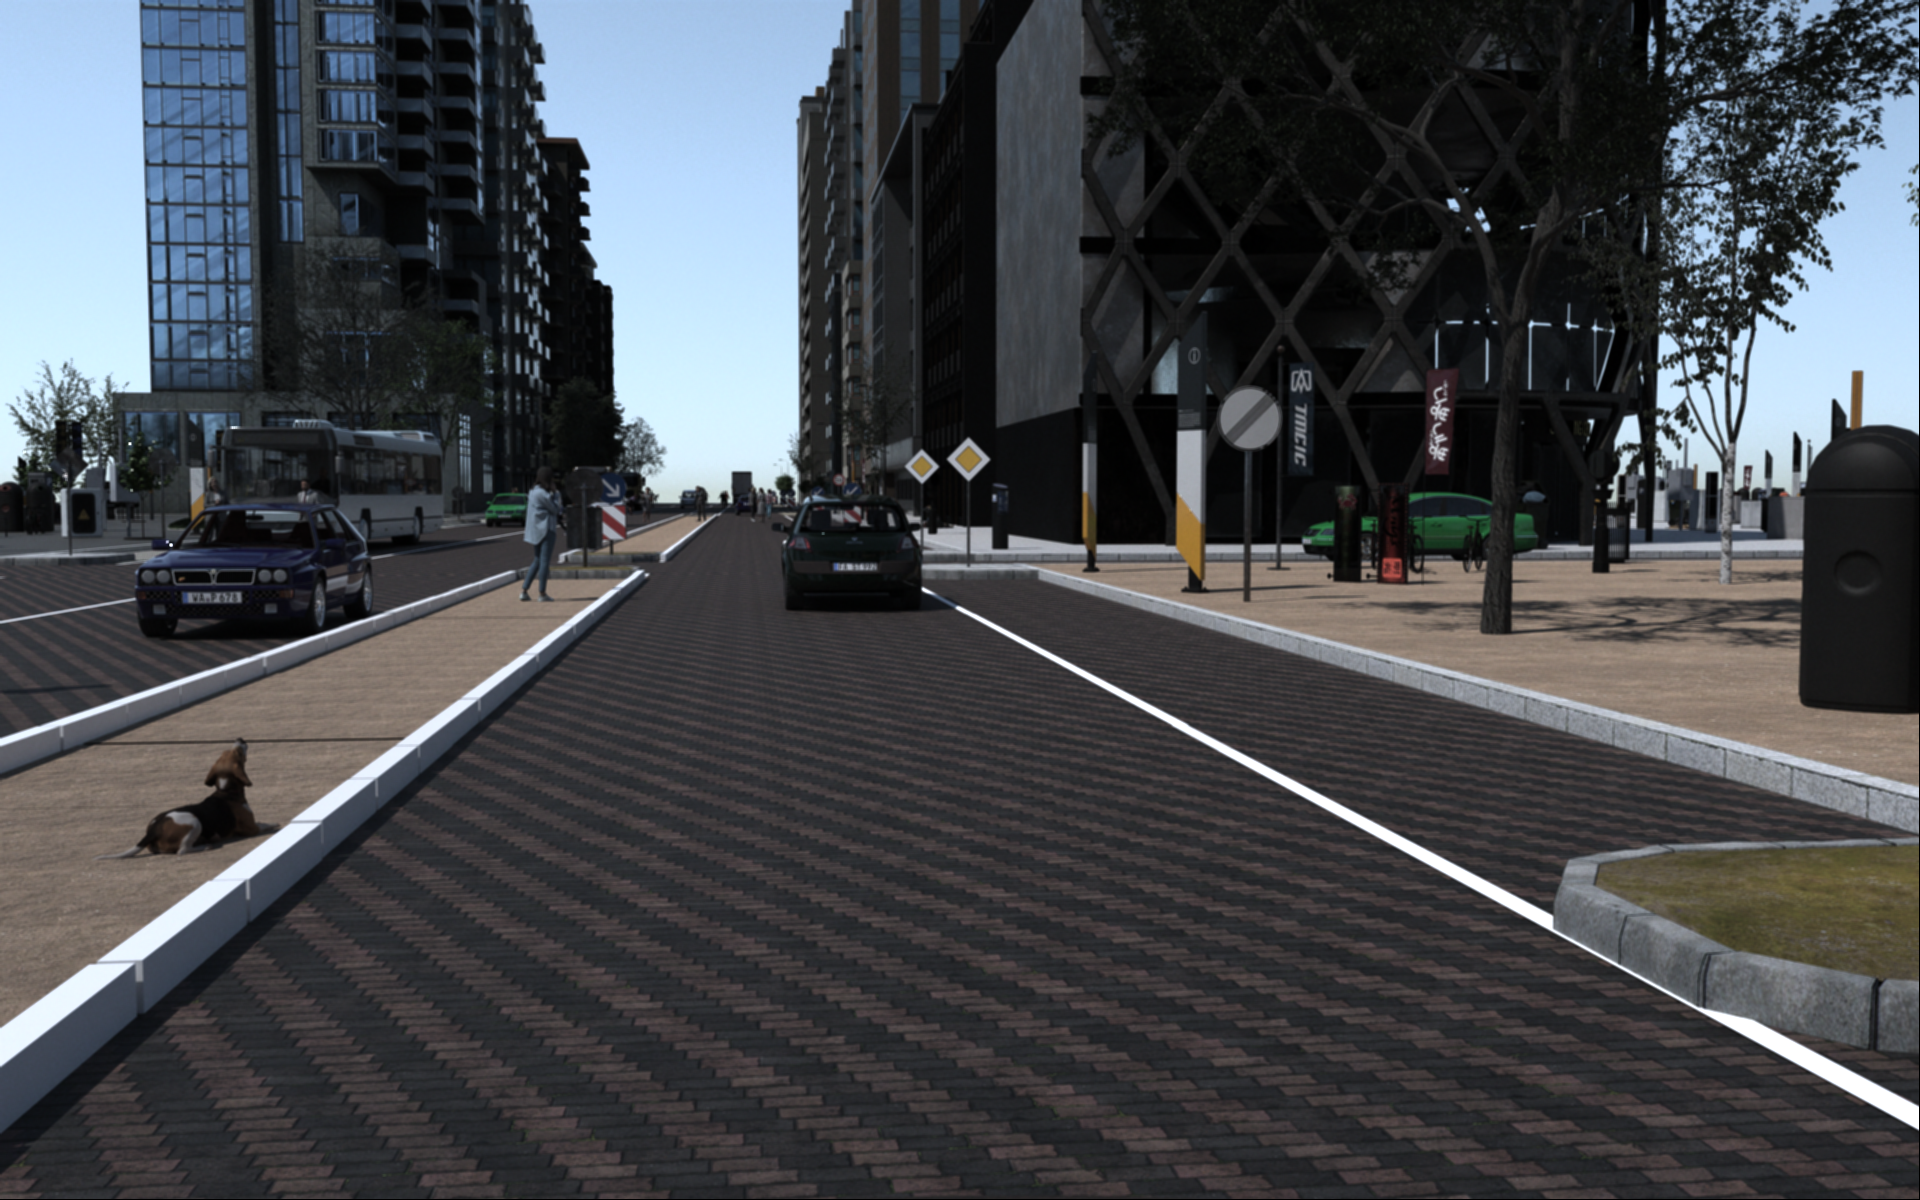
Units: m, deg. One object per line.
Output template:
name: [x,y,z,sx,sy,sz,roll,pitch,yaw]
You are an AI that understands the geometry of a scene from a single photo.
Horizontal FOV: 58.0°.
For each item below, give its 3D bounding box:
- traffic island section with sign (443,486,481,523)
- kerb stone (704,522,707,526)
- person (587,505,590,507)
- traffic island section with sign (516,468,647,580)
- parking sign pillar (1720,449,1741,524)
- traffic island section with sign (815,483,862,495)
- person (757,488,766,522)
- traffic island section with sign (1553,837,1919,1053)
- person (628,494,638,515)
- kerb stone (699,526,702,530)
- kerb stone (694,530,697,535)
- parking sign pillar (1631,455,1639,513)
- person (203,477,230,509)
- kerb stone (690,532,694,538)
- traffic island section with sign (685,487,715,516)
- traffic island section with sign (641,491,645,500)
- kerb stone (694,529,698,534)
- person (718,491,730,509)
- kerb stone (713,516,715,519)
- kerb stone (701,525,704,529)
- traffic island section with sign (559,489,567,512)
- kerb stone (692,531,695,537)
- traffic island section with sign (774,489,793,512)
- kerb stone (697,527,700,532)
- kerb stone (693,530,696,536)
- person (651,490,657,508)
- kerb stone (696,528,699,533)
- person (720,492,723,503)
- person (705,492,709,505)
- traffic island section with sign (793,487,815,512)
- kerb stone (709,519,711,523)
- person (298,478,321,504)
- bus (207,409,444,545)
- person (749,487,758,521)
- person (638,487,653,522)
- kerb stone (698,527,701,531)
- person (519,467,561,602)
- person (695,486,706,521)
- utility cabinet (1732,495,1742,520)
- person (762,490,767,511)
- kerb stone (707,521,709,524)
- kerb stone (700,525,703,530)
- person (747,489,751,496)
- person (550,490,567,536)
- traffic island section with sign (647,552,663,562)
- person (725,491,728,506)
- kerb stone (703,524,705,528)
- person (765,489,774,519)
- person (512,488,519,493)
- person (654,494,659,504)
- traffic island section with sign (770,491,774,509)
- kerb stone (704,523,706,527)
traffic island section with sign: [-24.766,-4.704,85.535,1.989,1.847,2.006,0,4,-7]
kerb stone: [-10.700,-3.041,71.919,0.120,0.150,1.000,0,4,-7]
person: [-15.707,-3.926,72.706,0.654,1.822,0.581,0,4,-7]
traffic island section with sign: [-6.524,-1.326,29.821,2.006,1.907,1.989,0,4,-7]
parking sign pillar: [33.017,-5.257,74.425,1.447,3.967,1.447,2,4,27]
traffic island section with sign: [-3.919,-3.171,60.466,1.989,1.847,2.006,0,4,-7]
person: [-10.095,-4.821,87.889,0.480,1.755,0.524,-2,4,-32]
traffic island section with sign: [2.983,0.202,5.325,1.989,1.847,2.006,0,4,-7]
person: [-22.614,-6.599,119.632,0.697,1.427,0.421,-1,4,-15]
kerb stone: [-9.683,-2.543,63.781,0.120,0.150,1.000,0,4,-7]
kerb stone: [-8.919,-2.170,57.672,0.120,0.150,1.000,0,4,-7]
parking sign pillar: [46.082,-7.952,118.489,1.447,3.967,1.447,1,4,13]
person: [-15.943,-1.743,37.180,0.537,1.800,0.526,-2,4,-24]
kerb stone: [-8.547,-1.980,54.625,0.120,0.150,1.000,0,4,-7]
traffic island section with sign: [-16.755,-6.336,111.733,2.006,1.907,1.989,0,4,-7]
traffic island section with sign: [-44.500,-14.372,243.604,1.989,1.847,2.006,0,4,-7]
kerb stone: [-9.049,-2.229,58.695,0.120,0.150,1.000,0,4,-7]
person: [-22.499,-9.528,165.102,1.217,1.723,0.721,1,4,10]
kerb stone: [-13.250,-4.285,92.265,0.120,0.150,1.000,0,4,-7]
kerb stone: [-10.065,-2.730,66.827,0.120,0.150,1.000,0,4,-7]
traffic island section with sign: [-30.927,-7.726,134.948,1.989,1.847,2.006,0,4,-7]
kerb stone: [-8.665,-2.046,55.641,0.120,0.150,1.000,0,4,-7]
traffic island section with sign: [-13.450,-7.837,136.766,1.989,1.847,2.006,0,4,-7]
kerb stone: [-9.440,-2.419,61.746,0.120,0.150,1.000,0,4,-7]
kerb stone: [-8.792,-2.108,56.655,0.120,0.150,1.000,0,4,-7]
person: [-32.385,-10.600,181.890,1.350,1.814,0.705,-1,4,-14]
kerb stone: [-9.173,-2.294,59.709,0.120,0.150,1.000,0,4,-7]
person: [-36.882,-15.910,268.656,1.348,1.821,0.705,3,5,41]
person: [-34.789,-13.945,237.188,1.217,1.739,0.721,2,4,33]
traffic island section with sign: [-7.328,-4.840,87.769,1.989,1.847,2.006,0,4,-7]
kerb stone: [-11.849,-3.602,81.094,0.120,0.150,1.000,0,4,-7]
person: [-14.268,-1.785,37.953,0.678,1.792,0.850,1,4,13]
bus: [-16.178,-3.087,45.332,2.948,3.499,13.247,0,4,-5]
person: [-10.746,-5.016,90.690,0.709,1.800,0.728,-2,4,-29]
person: [-15.984,-4.842,88.029,0.716,1.782,0.532,0,4,-6]
kerb stone: [-9.559,-2.481,62.765,0.120,0.150,1.000,0,4,-7]
person: [-5.579,-0.869,22.969,0.793,1.790,0.793,1,4,20]
person: [-13.521,-5.010,90.217,0.655,1.846,0.447,1,4,20]
utility cabinet: [36.505,-4.336,82.049,0.306,1.237,1.020,-2,4,-23]
person: [-16.236,-8.255,143.914,0.683,1.767,0.568,-2,4,-31]
kerb stone: [-11.208,-3.288,75.986,0.120,0.150,1.000,0,4,-7]
kerb stone: [-9.941,-2.666,65.813,0.120,0.150,1.000,0,4,-7]
person: [-16.534,-7.814,136.123,0.709,1.838,0.599,-3,4,-36]
person: [-13.868,-3.129,59.501,0.661,1.843,0.795,3,5,44]
traffic island section with sign: [-7.433,-1.776,37.173,2.006,1.907,1.989,0,4,-7]
person: [-28.130,-12.226,208.332,0.705,1.831,1.348,-3,4,-36]
kerb stone: [-10.326,-2.852,68.866,0.120,0.150,1.000,0,4,-7]
person: [-11.210,-5.641,101.574,0.563,1.720,0.643,2,4,24]
person: [-26.945,-5.906,105.038,0.573,1.828,0.580,0,4,8]
person: [-42.637,-14.174,243.437,0.799,1.438,0.628,-1,4,-9]
traffic island section with sign: [-16.889,-9.523,164.332,1.989,1.847,2.006,0,4,-7]
kerb stone: [-10.578,-2.979,70.899,0.120,0.150,1.000,0,4,-7]
